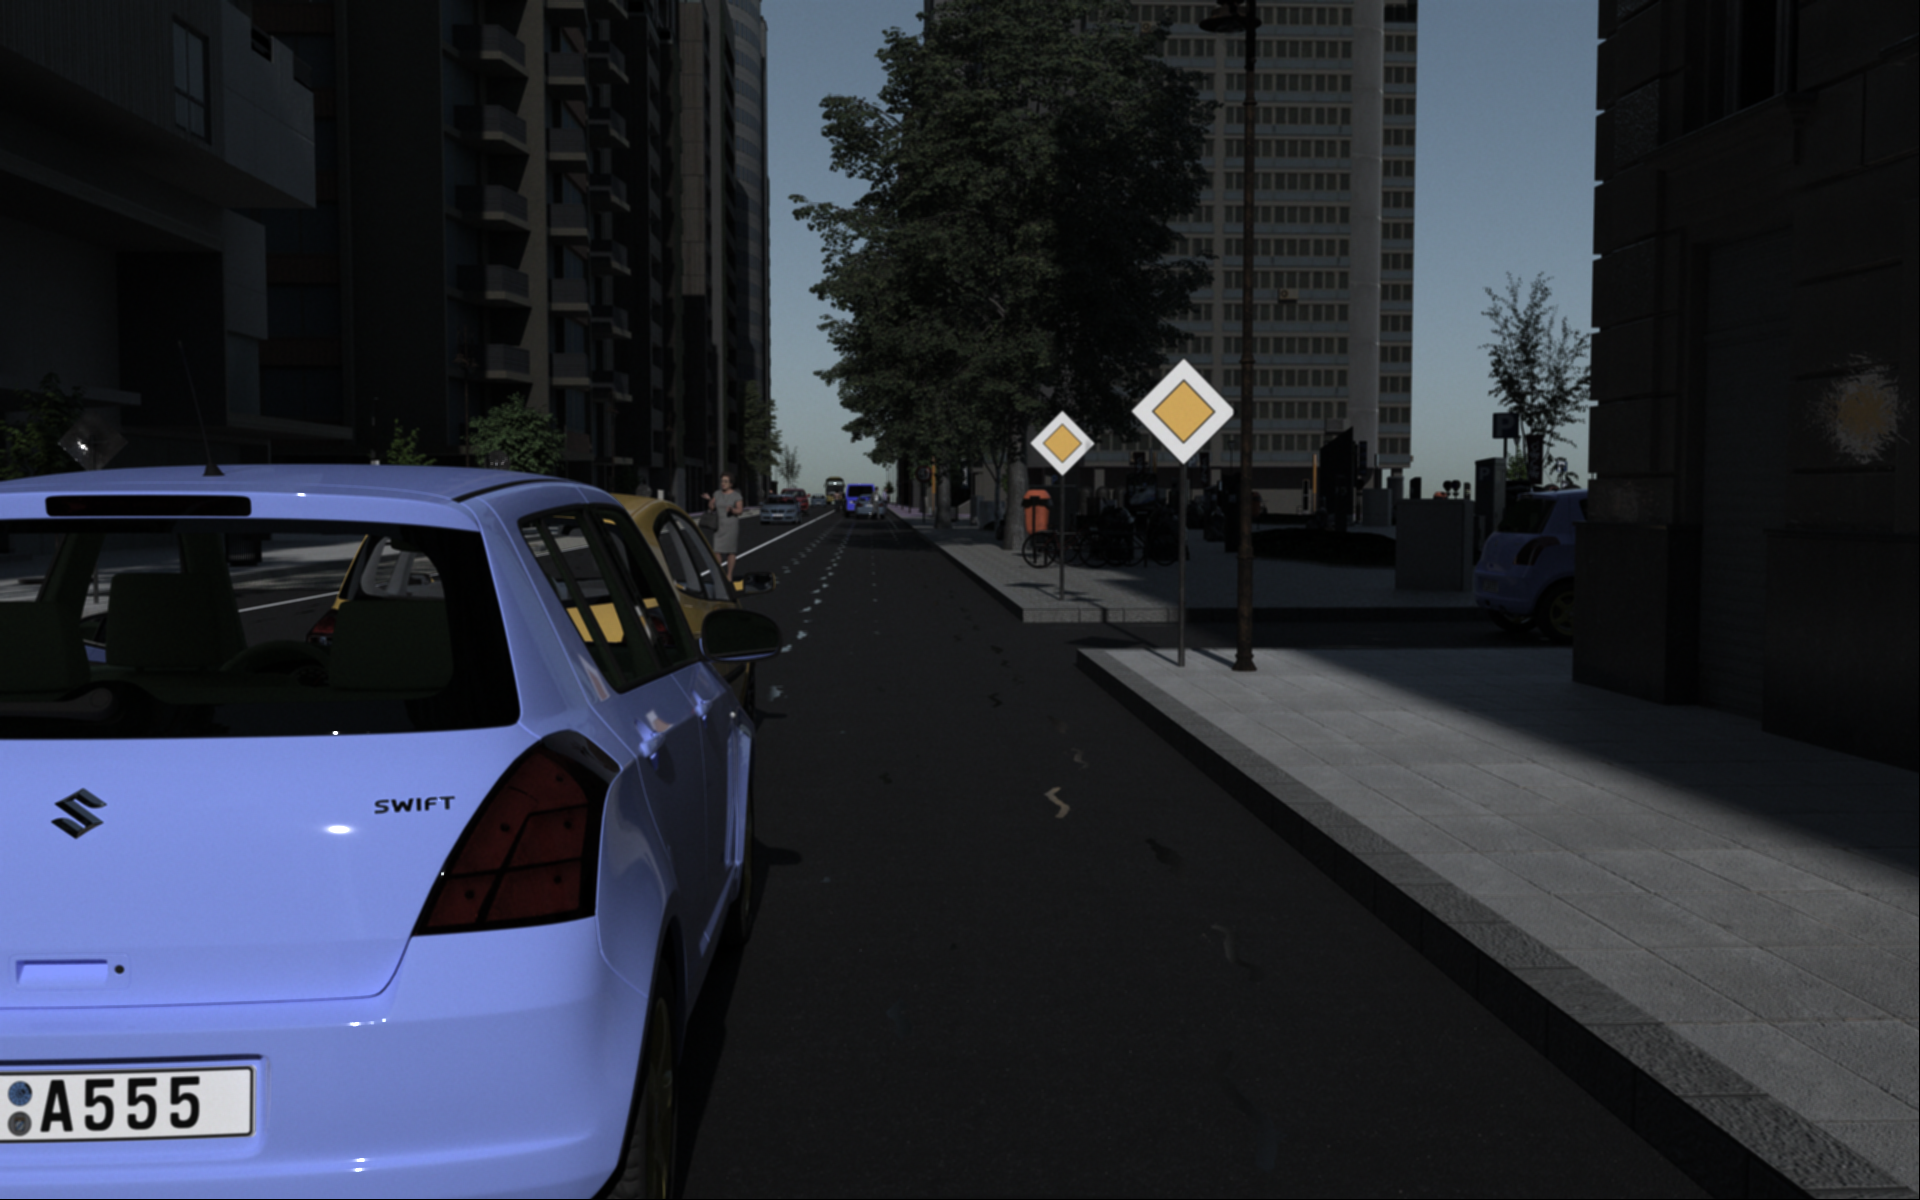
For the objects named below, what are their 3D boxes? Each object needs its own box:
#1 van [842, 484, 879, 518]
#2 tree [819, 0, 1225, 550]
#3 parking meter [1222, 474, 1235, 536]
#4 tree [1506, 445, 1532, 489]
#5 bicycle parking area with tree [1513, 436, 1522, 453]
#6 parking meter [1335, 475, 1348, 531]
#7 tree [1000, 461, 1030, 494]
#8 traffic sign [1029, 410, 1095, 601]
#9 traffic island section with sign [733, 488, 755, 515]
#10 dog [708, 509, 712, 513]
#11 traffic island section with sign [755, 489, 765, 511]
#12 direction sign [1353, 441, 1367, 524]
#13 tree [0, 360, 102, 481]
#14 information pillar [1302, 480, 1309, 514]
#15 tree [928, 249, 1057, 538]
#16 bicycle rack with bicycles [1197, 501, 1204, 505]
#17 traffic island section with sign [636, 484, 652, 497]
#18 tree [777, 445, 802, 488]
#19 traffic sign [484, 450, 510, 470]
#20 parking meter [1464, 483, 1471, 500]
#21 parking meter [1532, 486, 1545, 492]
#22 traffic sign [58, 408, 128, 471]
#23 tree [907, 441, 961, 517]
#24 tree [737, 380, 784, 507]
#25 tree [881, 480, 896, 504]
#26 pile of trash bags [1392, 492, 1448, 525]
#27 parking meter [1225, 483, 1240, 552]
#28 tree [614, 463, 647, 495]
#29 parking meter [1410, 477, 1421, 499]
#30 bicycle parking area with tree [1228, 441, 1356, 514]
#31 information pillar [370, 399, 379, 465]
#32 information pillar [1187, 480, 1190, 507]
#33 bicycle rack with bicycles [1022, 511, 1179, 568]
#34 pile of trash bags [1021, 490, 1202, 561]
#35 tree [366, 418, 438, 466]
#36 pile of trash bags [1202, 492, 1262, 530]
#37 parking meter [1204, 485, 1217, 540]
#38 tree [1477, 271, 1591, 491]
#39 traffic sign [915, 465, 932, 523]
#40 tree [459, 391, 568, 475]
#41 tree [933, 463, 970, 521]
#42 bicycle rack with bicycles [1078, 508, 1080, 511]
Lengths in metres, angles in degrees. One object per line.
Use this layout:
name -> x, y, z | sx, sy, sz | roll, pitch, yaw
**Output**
van -> -6.039, -6.174, 105.324 | 2.240, 2.365, 5.245 | 0, 4, -3
tree -> 1.199, -8.126, 39.522 | 9.857, 13.997, 8.962 | 0, 3, 0
parking meter -> 7.709, -2.689, 49.678 | 0.399, 1.863, 0.255 | 0, 4, 5
tree -> 21.734, -4.477, 67.792 | 1.663, 3.219, 1.824 | 0, 3, 0
bicycle parking area with tree -> 29.876, -6.014, 85.328 | 8.231, 4.147, 9.016 | 0, 4, 8
parking meter -> 11.458, -2.836, 52.079 | 0.255, 1.863, 0.399 | -1, 4, -11
tree -> 2.660, -5.729, 88.273 | 1.663, 3.219, 1.824 | 0, 3, 0
traffic sign -> 1.222, -1.049, 20.786 | 0.795, 2.450, 0.064 | 0, 4, -3
traffic island section with sign -> -15.359, -6.779, 119.458 | 1.989, 1.847, 2.006 | 0, 4, -3
dog -> -13.251, -4.548, 91.195 | 0.513, 0.831, 0.800 | -1, 4, -21
traffic island section with sign -> -16.830, -8.470, 147.112 | 1.989, 1.847, 2.006 | 0, 4, -3
direction sign -> 16.938, -5.011, 73.934 | 0.876, 3.537, 0.379 | -1, 4, -13
tree -> -13.038, -1.869, 25.159 | 1.663, 3.219, 1.824 | 0, 3, 0
information pillar -> 17.637, -5.134, 88.425 | 0.304, 2.012, 0.304 | 0, 4, 4
tree -> 1.048, -6.097, 50.045 | 4.360, 8.622, 3.978 | 0, 3, 0
bicycle rack with bicycles -> 12.293, -4.421, 85.672 | 2.925, 0.926, 2.852 | -1, 4, -20
traffic island section with sign -> -12.743, -3.745, 69.851 | 1.989, 1.847, 2.006 | 0, 4, -3
tree -> -24.727, -18.421, 251.539 | 4.360, 8.622, 3.978 | 0, 3, 0
traffic sign -> -13.396, -3.060, 50.139 | 0.768, 2.556, 0.104 | 0, 4, -1
parking meter -> 25.560, -4.991, 87.318 | 0.255, 1.863, 0.399 | 0, 4, 4
parking meter -> 17.638, -2.716, 52.818 | 0.372, 1.533, 0.369 | 0, 3, 0
traffic sign -> -10.107, -1.013, 20.211 | 0.795, 2.450, 0.064 | 0, 4, -3
tree -> -1.153, -6.919, 96.834 | 4.285, 4.588, 4.351 | 0, 3, 0
tree -> -21.187, -15.489, 171.374 | 7.486, 12.596, 7.792 | 0, 3, 0
tree -> -10.282, -15.718, 251.595 | 1.663, 3.219, 1.824 | 0, 3, 0
pile of trash bags -> 18.912, -3.784, 71.618 | 3.447, 1.369, 1.912 | -3, 4, -36
parking meter -> 6.043, -1.825, 38.252 | 0.372, 1.533, 0.369 | 0, 3, 0
tree -> -17.914, -6.019, 93.008 | 1.663, 3.219, 1.824 | 0, 3, 0
parking meter -> 15.806, -3.329, 60.148 | 0.255, 1.863, 0.399 | -1, 4, -14
bicycle parking area with tree -> 17.210, -6.511, 93.451 | 8.231, 4.147, 9.016 | 1, 4, 11
information pillar -> -14.417, -3.141, 42.713 | 0.183, 3.616, 0.504 | -2, 4, -33
information pillar -> 11.387, -5.070, 87.389 | 0.304, 2.012, 0.304 | 2, 4, 31
bicycle rack with bicycles -> 2.481, -1.075, 30.957 | 2.925, 0.926, 2.852 | 0, 4, -2
pile of trash bags -> 2.889, -1.501, 34.294 | 3.447, 1.369, 1.912 | 1, 4, 15
tree -> -14.314, -3.029, 44.124 | 1.663, 3.219, 1.824 | 0, 3, 0
pile of trash bags -> 9.649, -3.262, 63.085 | 1.912, 1.369, 3.447 | -3, 4, -38
parking meter -> 7.045, -2.466, 48.723 | 0.372, 1.533, 0.369 | 0, 3, 0
tree -> 18.974, -6.526, 57.055 | 4.360, 8.622, 3.978 | 0, 3, 0
traffic sign -> -1.589, -4.651, 76.147 | 0.768, 2.556, 0.104 | 0, 4, 5
tree -> -14.176, -4.372, 55.191 | 4.285, 4.588, 4.351 | 0, 3, 0
tree -> -0.620, -5.457, 83.827 | 1.663, 3.219, 1.824 | 0, 3, 0
bicycle rack with bicycles -> 5.946, -4.338, 84.311 | 2.852, 0.926, 2.925 | 2, 4, 25
